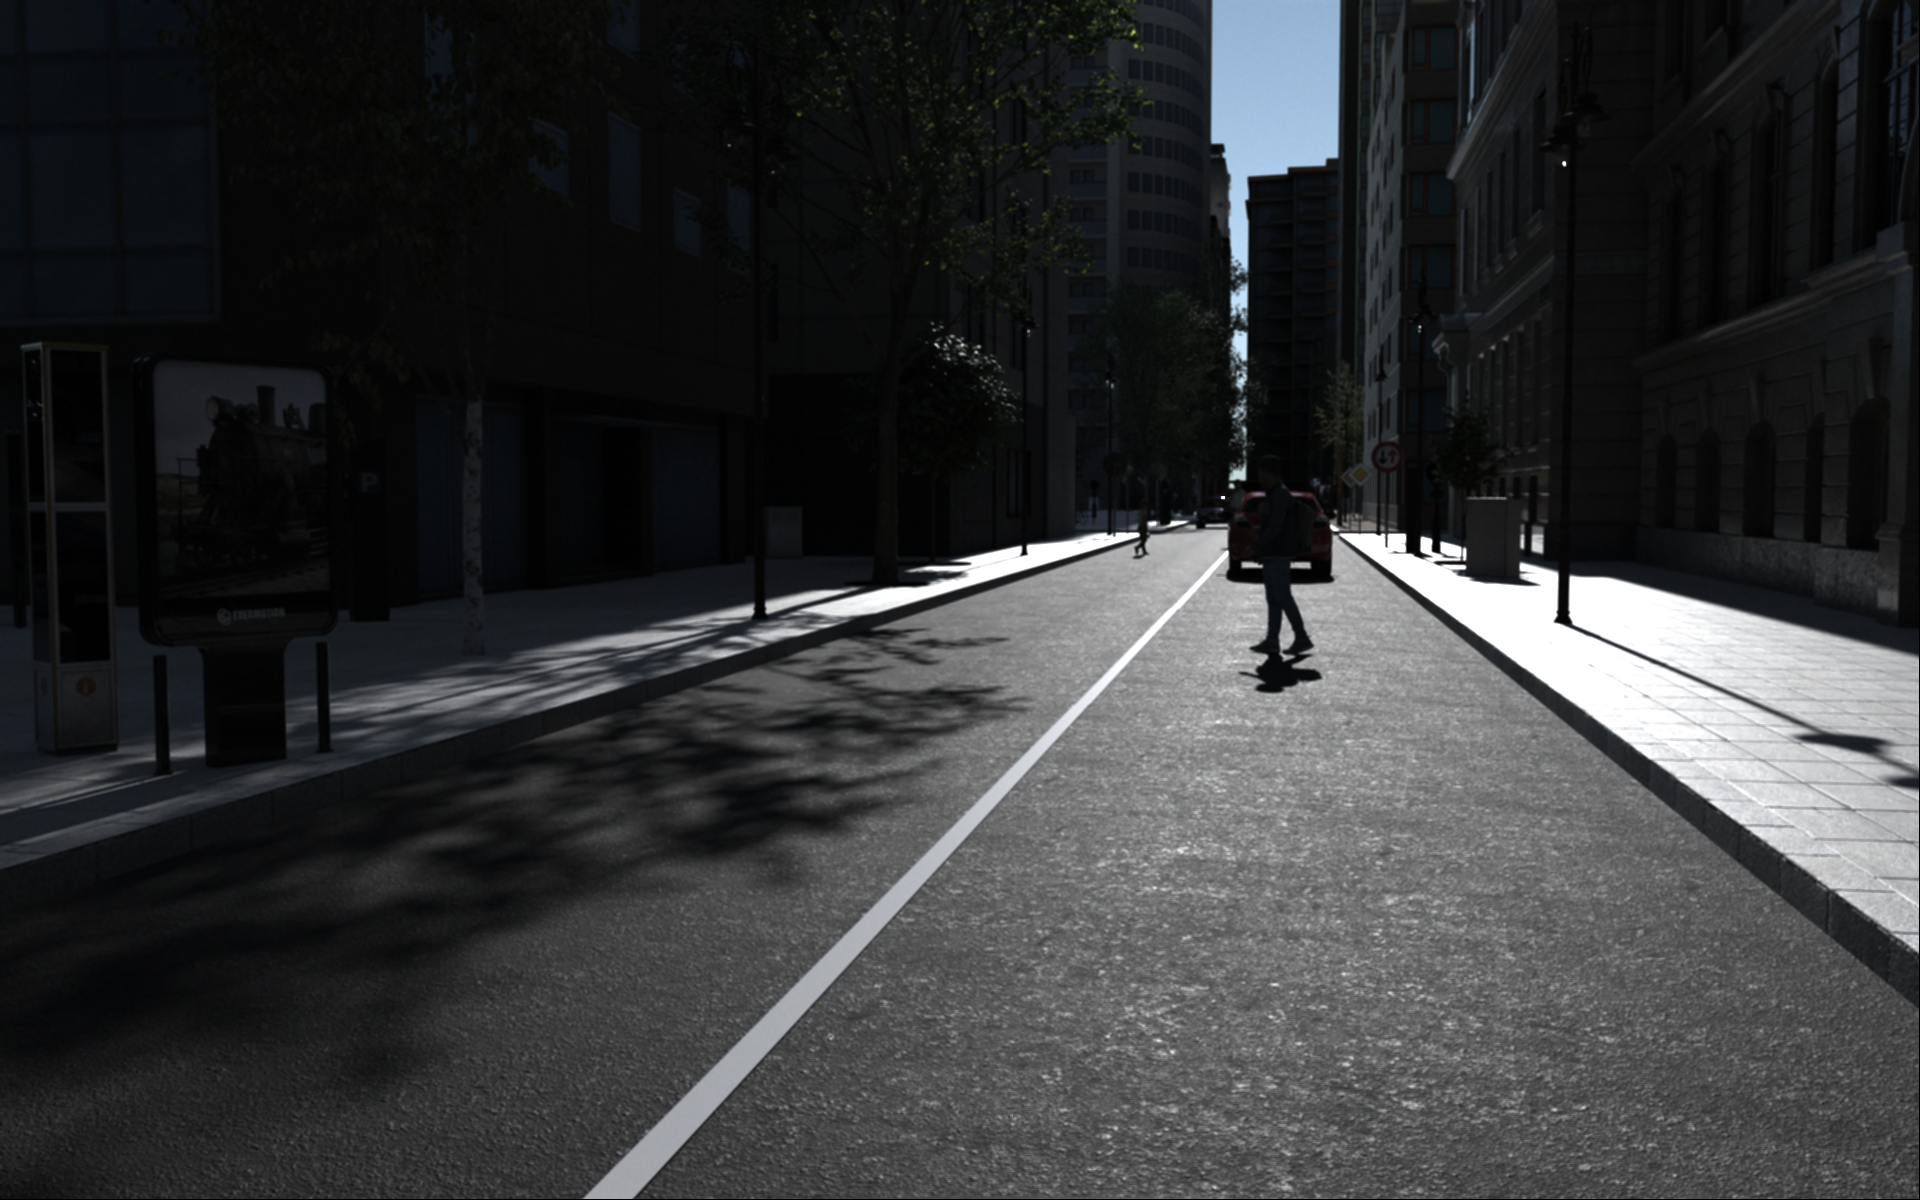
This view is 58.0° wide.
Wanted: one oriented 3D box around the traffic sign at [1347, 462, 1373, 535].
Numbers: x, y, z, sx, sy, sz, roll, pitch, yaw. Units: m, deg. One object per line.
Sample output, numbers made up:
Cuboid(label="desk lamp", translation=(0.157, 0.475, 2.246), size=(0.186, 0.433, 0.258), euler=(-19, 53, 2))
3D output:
Cuboid(label="traffic sign", translation=(12.485, -3.084, 54.063), size=(0.795, 2.450, 0.064), euler=(1, 4, 11))

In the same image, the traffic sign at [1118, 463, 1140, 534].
Cuboid(label="traffic sign", translation=(5.367, -3.166, 55.408), size=(0.795, 2.450, 0.064), euler=(1, 4, 11))

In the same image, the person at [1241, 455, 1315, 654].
Cuboid(label="person", translation=(2.866, -0.418, 15.679), size=(0.721, 1.781, 0.623), euler=(0, 4, -1))

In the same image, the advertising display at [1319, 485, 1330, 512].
Cuboid(label="advertising display", translation=(25.843, -7.172, 122.471), size=(0.974, 1.923, 0.123), euler=(3, 5, 45))

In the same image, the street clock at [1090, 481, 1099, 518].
Cuboid(label="street clock", translation=(7.171, -5.374, 92.439), size=(0.471, 2.002, 0.358), euler=(2, 4, 25))

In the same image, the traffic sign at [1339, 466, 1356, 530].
Cuboid(label="traffic sign", translation=(13.950, -3.564, 61.913), size=(0.795, 2.450, 0.064), euler=(1, 4, 11))

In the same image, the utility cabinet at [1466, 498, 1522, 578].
Cuboid(label="utility cabinet", translation=(8.265, -0.959, 26.844), size=(0.306, 1.237, 1.020), euler=(-1, 4, -19))

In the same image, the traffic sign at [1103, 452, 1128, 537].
Cuboid(label="traffic sign", translation=(4.653, -3.181, 52.123), size=(0.768, 2.556, 0.104), euler=(1, 4, 20))

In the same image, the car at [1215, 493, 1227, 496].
Cuboid(label="car", translation=(13.865, -4.930, 89.641), size=(2.155, 1.783, 4.494), euler=(1, 4, 11))

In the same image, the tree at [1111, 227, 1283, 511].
Cuboid(label="tree", translation=(16.963, -16.505, 125.751), size=(12.611, 20.169, 13.585), euler=(0, 3, 0))

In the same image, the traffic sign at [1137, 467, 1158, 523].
Cuboid(label="traffic sign", translation=(6.832, -3.646, 63.258), size=(0.795, 2.450, 0.064), euler=(1, 4, 11))

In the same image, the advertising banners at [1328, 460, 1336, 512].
Cuboid(label="advertising banners", translation=(19.175, -5.693, 89.267), size=(0.090, 3.025, 2.074), euler=(1, 4, 21))

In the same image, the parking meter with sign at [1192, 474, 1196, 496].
Cuboid(label="parking meter with sign", translation=(18.551, -8.551, 136.077), size=(0.543, 3.016, 1.738), euler=(1, 4, 14))

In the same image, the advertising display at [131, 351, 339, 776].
Cuboid(label="advertising display", translation=(-3.406, -0.183, 8.212), size=(0.123, 1.923, 0.974), euler=(2, 4, 34))

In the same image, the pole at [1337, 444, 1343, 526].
Cuboid(label="pole", translation=(15.452, -4.682, 70.393), size=(0.158, 3.312, 0.155), euler=(0, 3, 0))

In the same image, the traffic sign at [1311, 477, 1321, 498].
Cuboid(label="traffic sign", translation=(27.185, -8.084, 132.286), size=(0.768, 2.556, 0.104), euler=(1, 4, 11))

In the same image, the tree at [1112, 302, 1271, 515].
Cuboid(label="tree", translation=(13.720, -11.418, 103.698), size=(9.611, 12.733, 9.660), euler=(0, 3, 0))

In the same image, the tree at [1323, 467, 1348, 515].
Cuboid(label="tree", translation=(23.502, -6.866, 106.861), size=(1.663, 3.219, 1.824), euler=(0, 3, 0))

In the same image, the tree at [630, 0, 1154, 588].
Cuboid(label="tree", translation=(-0.910, -6.003, 23.901), size=(9.928, 11.665, 9.643), euler=(0, 3, 0))

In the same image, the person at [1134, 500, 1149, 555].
Cuboid(label="person", translation=(4.271, -1.711, 40.721), size=(0.306, 1.304, 0.590), euler=(3, 5, 42))

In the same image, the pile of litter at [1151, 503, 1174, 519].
Cuboid(label="pile of litter", translation=(10.157, -4.529, 88.009), size=(1.176, 0.858, 1.719), euler=(-3, 4, -39))

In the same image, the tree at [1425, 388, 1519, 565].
Cuboid(label="tree", translation=(9.331, -2.264, 31.626), size=(1.663, 3.219, 1.824), euler=(0, 3, 0))

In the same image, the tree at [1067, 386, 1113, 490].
Cuboid(label="tree", translation=(7.706, -10.062, 114.882), size=(4.360, 8.622, 3.978), euler=(0, 3, 0))

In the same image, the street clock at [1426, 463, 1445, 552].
Cuboid(label="street clock", translation=(10.514, -2.056, 38.188), size=(0.471, 2.002, 0.358), euler=(1, 4, 22))

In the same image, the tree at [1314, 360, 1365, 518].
Cuboid(label="tree", translation=(21.400, -8.797, 94.199), size=(4.360, 8.622, 3.978), euler=(0, 3, 0))

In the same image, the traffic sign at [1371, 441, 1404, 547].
Cuboid(label="traffic sign", translation=(10.263, -2.538, 41.609), size=(0.768, 2.556, 0.104), euler=(1, 4, 15))

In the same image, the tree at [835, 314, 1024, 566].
Cuboid(label="tree", translation=(-0.424, -2.914, 31.366), size=(4.285, 4.588, 4.351), euler=(0, 3, 0))

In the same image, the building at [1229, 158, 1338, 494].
Cuboid(label="building", translation=(50.575, -35.085, 228.263), size=(28.867, 44.769, 22.147), euler=(1, 4, 11))

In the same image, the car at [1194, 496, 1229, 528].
Cuboid(label="car", translation=(10.944, -3.721, 73.419), size=(1.945, 1.354, 3.894), euler=(1, 4, 11))

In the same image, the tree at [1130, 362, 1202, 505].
Cuboid(label="tree", translation=(11.429, -8.835, 94.816), size=(4.737, 8.622, 4.395), euler=(0, 3, 0))

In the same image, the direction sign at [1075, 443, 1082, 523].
Cuboid(label="direction sign", translation=(5.200, -5.246, 77.777), size=(0.379, 3.537, 0.876), euler=(-2, 4, -30))

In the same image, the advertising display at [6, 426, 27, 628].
Cuboid(label="advertising display", translation=(-9.196, -0.714, 16.893), size=(0.123, 1.923, 0.974), euler=(-2, 4, -28))

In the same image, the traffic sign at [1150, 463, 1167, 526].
Cuboid(label="traffic sign", translation=(7.985, -4.271, 69.939), size=(0.768, 2.556, 0.104), euler=(1, 4, 11))

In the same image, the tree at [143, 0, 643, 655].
Cuboid(label="tree", translation=(-4.074, -3.875, 13.722), size=(4.737, 8.622, 4.395), euler=(0, 3, 0))

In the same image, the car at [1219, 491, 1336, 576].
Cuboid(label="car", translation=(5.828, -1.389, 31.749), size=(2.155, 1.783, 4.494), euler=(1, 4, 9))

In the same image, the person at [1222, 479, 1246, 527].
Cuboid(label="person", translation=(7.455, -2.350, 47.030), size=(0.679, 1.850, 0.850), euler=(0, 4, 2))
